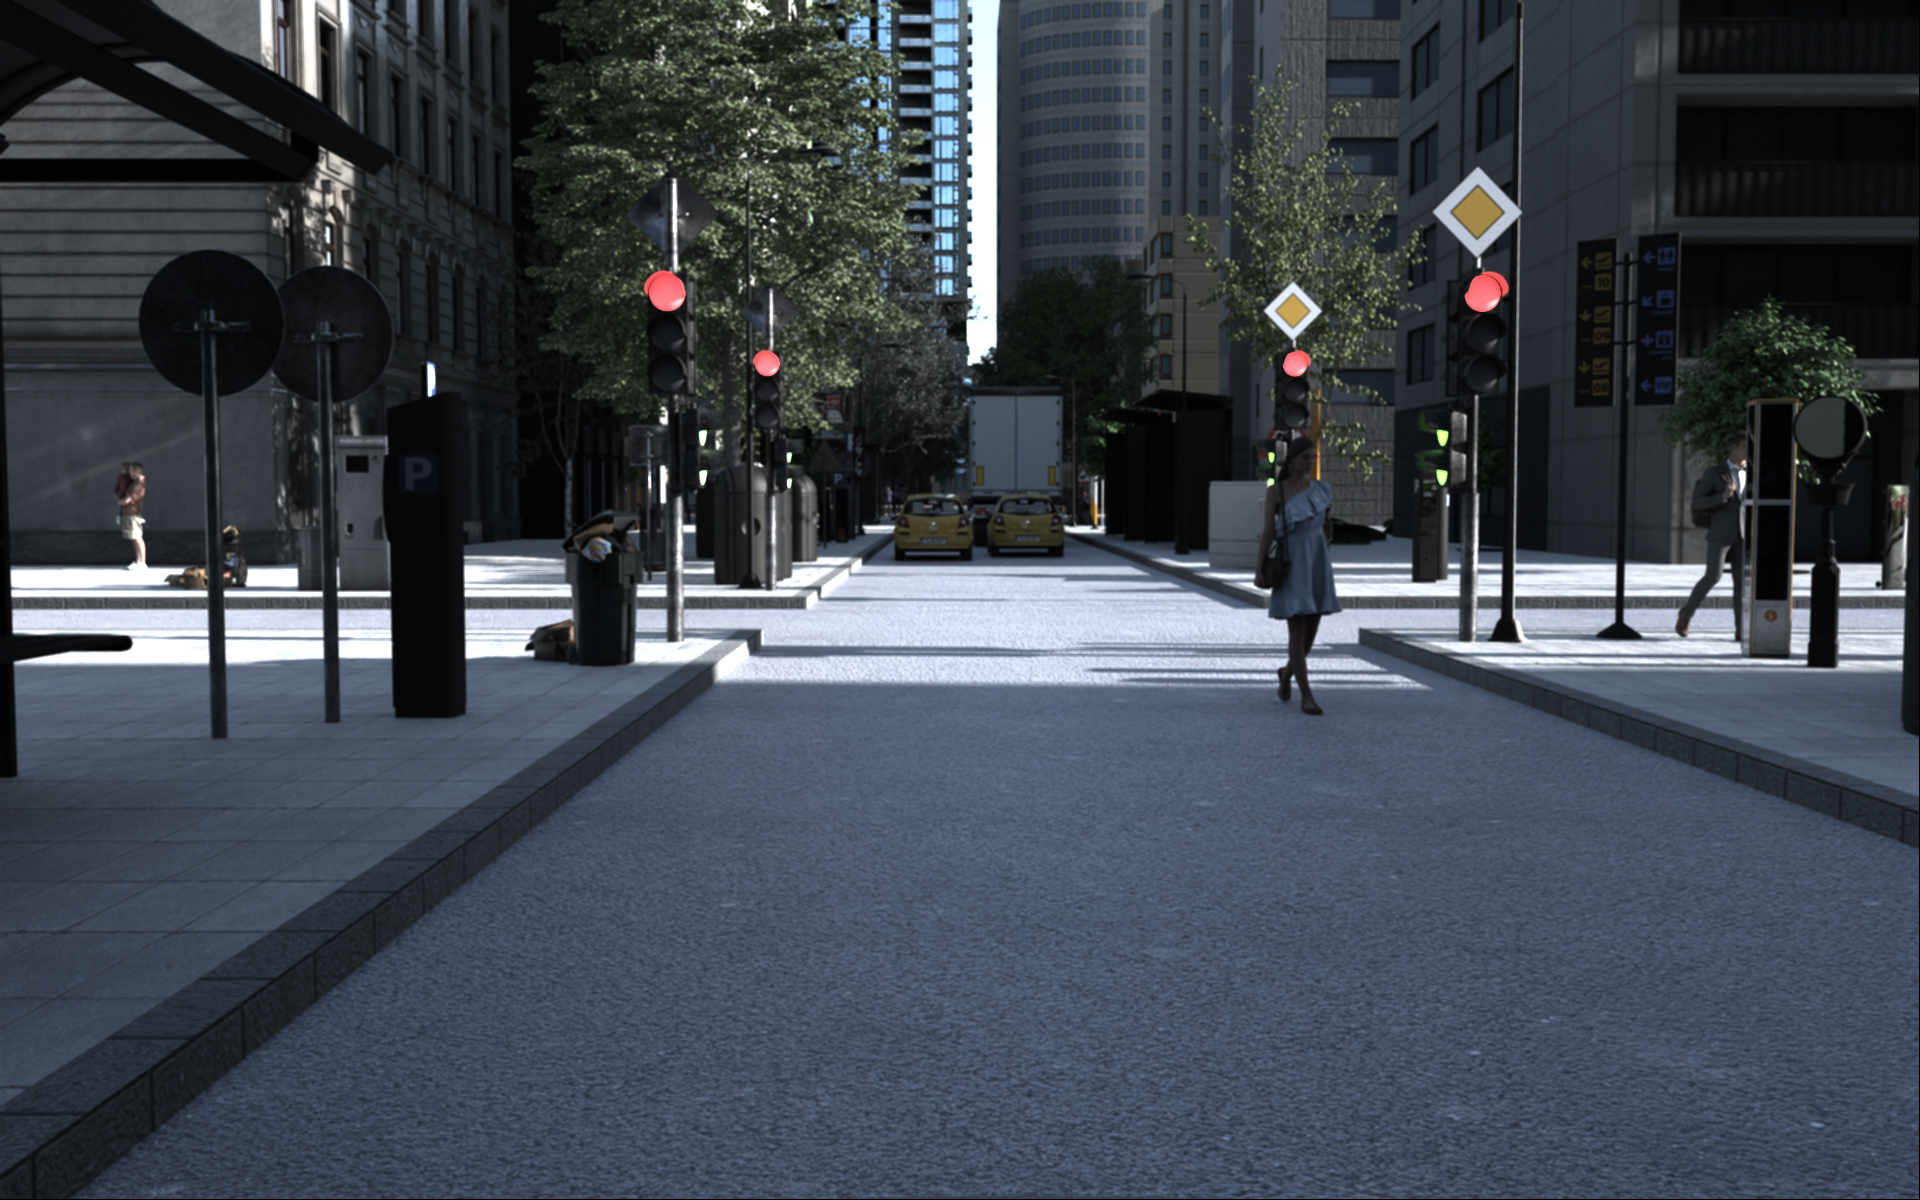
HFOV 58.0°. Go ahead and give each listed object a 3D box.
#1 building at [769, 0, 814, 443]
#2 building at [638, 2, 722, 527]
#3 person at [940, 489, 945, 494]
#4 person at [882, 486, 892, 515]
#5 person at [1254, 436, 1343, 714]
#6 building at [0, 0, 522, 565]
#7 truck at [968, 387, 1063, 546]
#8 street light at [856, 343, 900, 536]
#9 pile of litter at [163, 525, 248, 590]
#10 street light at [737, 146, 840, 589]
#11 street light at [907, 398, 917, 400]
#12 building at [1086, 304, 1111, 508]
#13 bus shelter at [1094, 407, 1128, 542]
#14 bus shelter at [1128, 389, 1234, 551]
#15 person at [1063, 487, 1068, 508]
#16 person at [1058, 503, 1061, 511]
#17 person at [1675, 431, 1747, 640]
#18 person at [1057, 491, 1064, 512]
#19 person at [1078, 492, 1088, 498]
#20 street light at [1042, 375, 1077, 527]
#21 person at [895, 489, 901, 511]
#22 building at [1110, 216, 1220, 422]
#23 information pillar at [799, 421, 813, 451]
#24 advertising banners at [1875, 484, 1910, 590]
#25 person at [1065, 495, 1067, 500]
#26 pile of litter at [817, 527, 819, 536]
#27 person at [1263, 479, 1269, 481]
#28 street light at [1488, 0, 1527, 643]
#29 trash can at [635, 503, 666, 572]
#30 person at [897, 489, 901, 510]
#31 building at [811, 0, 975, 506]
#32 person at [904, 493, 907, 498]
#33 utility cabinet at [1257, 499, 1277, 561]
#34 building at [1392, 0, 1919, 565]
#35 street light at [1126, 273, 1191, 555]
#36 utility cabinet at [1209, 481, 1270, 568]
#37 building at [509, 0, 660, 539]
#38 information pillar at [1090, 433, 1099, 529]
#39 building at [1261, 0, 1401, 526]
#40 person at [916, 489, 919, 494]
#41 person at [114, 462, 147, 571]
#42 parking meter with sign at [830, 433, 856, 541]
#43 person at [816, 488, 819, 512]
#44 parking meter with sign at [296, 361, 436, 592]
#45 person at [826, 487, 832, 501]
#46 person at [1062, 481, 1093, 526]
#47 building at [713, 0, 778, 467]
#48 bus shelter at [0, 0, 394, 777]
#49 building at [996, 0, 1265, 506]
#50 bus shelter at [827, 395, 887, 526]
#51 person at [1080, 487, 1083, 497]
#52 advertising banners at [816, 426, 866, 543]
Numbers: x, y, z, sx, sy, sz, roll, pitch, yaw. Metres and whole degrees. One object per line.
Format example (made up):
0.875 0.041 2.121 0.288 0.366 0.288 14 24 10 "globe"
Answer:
-18.851 -27.495 133.142 14.154 41.232 14.086 0 4 0 "building"
-17.988 -17.631 74.177 13.634 28.700 20.117 0 4 0 "building"
-1.413 -8.206 142.749 1.350 1.814 0.705 0 4 -5 "person"
-4.425 -5.956 103.873 0.683 1.767 0.568 -2 4 -32 "person"
2.215 -0.179 11.527 0.616 1.811 0.778 -1 4 -11 "person"
-17.039 -11.640 39.457 9.793 20.994 18.267 0 4 0 "building"
1.583 -3.801 51.060 2.839 4.237 11.283 0 4 1 "truck"
-2.536 -4.951 53.491 1.470 5.913 1.316 0 4 0 "street light"
-10.427 -0.612 23.965 1.176 0.858 1.719 0 4 -4 "pile of litter"
-2.301 -3.105 23.304 1.470 5.913 1.316 0 4 0 "street light"
-2.688 -6.816 83.976 1.470 5.913 1.316 0 4 0 "street light"
26.054 -18.774 151.986 27.650 21.520 28.899 0 4 0 "building"
4.938 -3.576 49.748 1.731 3.624 6.357 0 4 0 "bus shelter"
5.314 -3.090 41.798 1.731 3.624 6.357 0 4 0 "bus shelter"
6.910 -6.516 113.305 1.217 1.735 0.721 2 4 28 "person"
7.430 -7.513 128.811 1.348 1.831 0.705 1 4 14 "person"
6.772 -0.566 15.254 0.622 1.834 0.822 -1 4 -18 "person"
6.236 -6.315 109.742 0.683 1.767 0.568 -2 4 -32 "person"
12.274 -10.141 172.537 1.217 1.739 0.721 0 4 3 "person"
3.896 -5.831 67.872 1.470 5.913 1.316 0 4 0 "street light"
-4.854 -7.679 132.538 0.756 1.711 0.436 2 4 33 "person"
26.017 -16.965 122.419 27.650 21.520 28.899 0 4 0 "building"
-4.576 -3.659 51.186 0.504 3.616 0.183 2 4 30 "information pillar"
13.182 -1.666 23.422 2.074 3.025 0.090 -2 4 -24 "advertising banners"
7.175 -6.395 111.385 1.217 1.735 0.721 -3 5 -43 "person"
-4.667 -2.367 52.663 1.176 0.858 1.719 3 5 39 "pile of litter"
6.296 -1.811 35.828 0.592 1.802 0.473 -3 4 -38 "person"
4.237 -2.594 14.946 1.470 5.913 1.316 0 4 0 "street light"
-4.979 -1.034 28.560 0.748 1.137 0.748 0 3 0 "trash can"
-5.039 -8.214 141.131 0.721 1.735 1.217 0 4 4 "person"
-11.673 -54.174 198.415 31.000 86.520 22.319 0 4 0 "building"
-4.155 -8.453 144.255 1.348 1.822 0.705 -3 4 -38 "person"
5.085 -1.075 28.735 0.306 1.237 1.020 0 4 8 "utility cabinet"
23.188 -36.780 39.599 20.611 71.187 20.563 0 4 0 "building"
4.193 -3.919 36.609 1.470 5.913 1.316 0 4 0 "street light"
4.882 -1.295 29.859 1.173 1.500 0.318 3 5 43 "utility cabinet"
-17.356 -13.867 56.401 12.332 23.373 15.834 0 4 0 "building"
4.899 -4.401 63.309 0.183 3.616 0.504 -1 4 -18 "information pillar"
22.964 -32.970 81.054 21.231 58.520 28.212 0 4 0 "building"
-3.712 -8.747 149.840 1.217 1.735 0.721 -3 4 -36 "person"
-13.940 -1.416 29.177 0.580 1.828 0.573 1 4 10 "person"
-3.293 -3.196 48.515 0.543 3.016 1.738 1 4 21 "parking meter with sign"
-10.301 -7.151 123.750 1.217 1.735 0.721 3 4 37 "person"
-7.873 -1.632 22.949 1.738 3.016 0.543 0 4 -6 "parking meter with sign"
-8.920 -6.642 115.198 0.990 1.755 0.434 0 4 -3 "person"
4.792 -3.949 70.820 0.699 1.804 1.509 -2 4 -33 "person"
-26.189 -31.918 111.104 28.713 52.752 27.495 0 4 0 "building"
-3.620 -0.697 5.323 2.014 3.302 5.546 0 4 0 "bus shelter"
18.475 -40.169 198.762 28.212 58.520 21.231 0 4 0 "building"
-4.330 -5.832 72.986 2.179 5.291 8.768 0 4 0 "bus shelter"
9.315 -7.712 132.074 0.705 1.831 1.348 1 4 12 "person"
-3.124 -3.019 45.546 0.090 3.025 2.074 -3 5 -42 "advertising banners"
